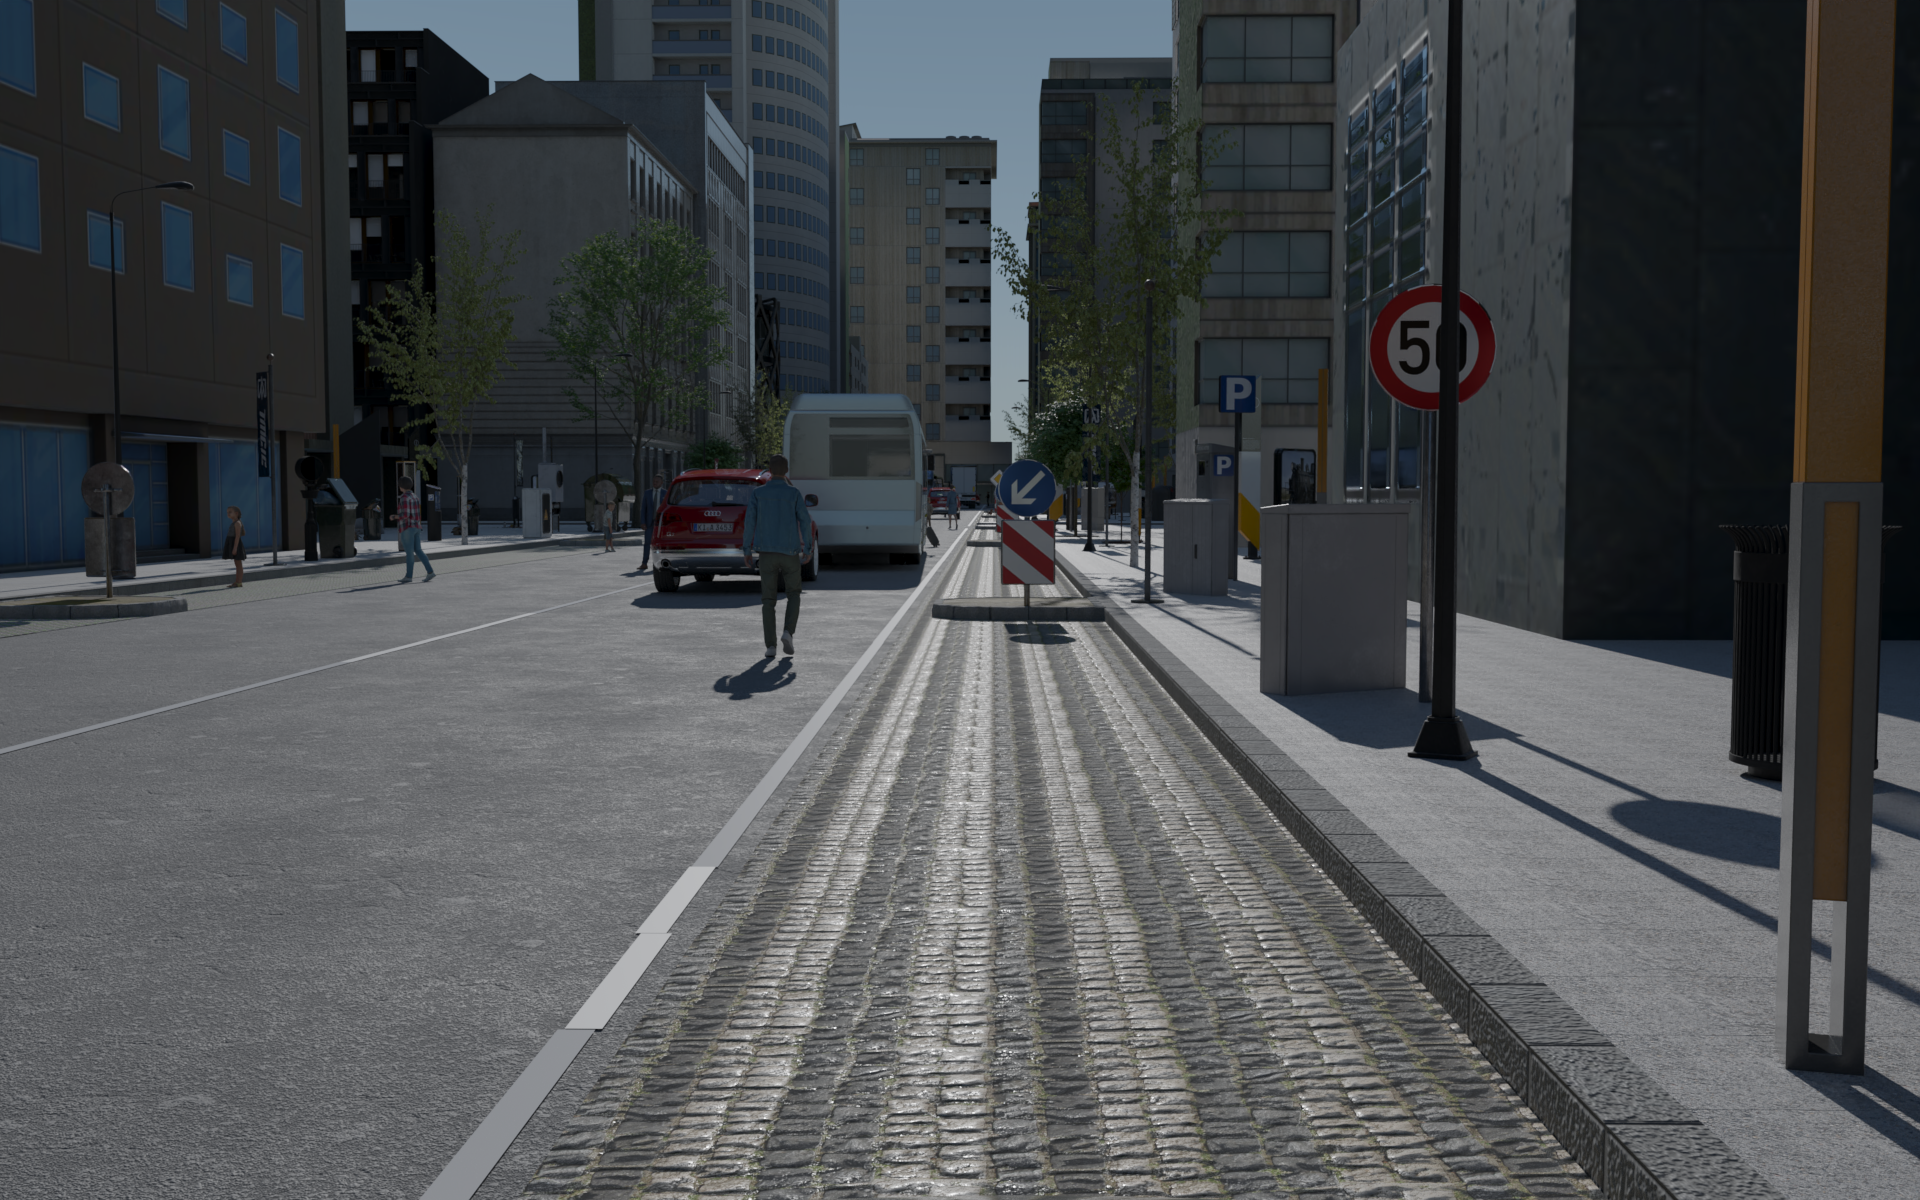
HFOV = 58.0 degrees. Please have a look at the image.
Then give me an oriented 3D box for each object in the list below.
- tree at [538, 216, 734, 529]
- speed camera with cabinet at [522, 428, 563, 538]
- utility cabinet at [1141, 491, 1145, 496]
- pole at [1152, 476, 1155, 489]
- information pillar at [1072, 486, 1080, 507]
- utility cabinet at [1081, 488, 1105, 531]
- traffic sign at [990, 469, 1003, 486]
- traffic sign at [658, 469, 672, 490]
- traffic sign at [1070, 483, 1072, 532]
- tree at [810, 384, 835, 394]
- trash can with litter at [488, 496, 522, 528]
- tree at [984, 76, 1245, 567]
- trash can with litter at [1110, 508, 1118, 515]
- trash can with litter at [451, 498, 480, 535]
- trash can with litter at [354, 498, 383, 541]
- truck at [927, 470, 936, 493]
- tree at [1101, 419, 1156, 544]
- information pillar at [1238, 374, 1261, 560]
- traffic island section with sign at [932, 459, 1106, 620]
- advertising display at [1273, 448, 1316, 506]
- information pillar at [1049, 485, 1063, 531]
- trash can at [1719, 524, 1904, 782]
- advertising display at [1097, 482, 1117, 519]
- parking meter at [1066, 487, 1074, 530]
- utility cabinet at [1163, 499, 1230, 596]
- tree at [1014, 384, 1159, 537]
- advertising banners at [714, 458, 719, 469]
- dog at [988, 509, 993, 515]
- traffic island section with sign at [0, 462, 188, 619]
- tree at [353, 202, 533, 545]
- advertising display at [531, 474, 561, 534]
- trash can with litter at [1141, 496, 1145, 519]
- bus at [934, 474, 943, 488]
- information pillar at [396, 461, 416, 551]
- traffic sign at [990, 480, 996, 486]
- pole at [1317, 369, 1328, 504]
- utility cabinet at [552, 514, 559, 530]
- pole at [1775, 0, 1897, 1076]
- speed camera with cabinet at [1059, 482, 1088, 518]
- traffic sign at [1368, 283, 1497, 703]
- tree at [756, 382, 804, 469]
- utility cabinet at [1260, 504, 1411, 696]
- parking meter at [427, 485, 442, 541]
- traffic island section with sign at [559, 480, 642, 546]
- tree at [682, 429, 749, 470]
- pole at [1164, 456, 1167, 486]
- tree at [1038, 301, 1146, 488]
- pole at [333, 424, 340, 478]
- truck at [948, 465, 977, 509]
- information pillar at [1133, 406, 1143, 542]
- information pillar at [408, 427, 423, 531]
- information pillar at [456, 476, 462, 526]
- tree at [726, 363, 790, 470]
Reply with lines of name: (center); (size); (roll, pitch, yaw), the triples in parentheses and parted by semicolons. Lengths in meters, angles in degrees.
tree: (-11.978, -8.485, 64.491); (9.928, 11.665, 9.643); (0, 3, 0)
speed camera with cabinet: (-12.257, -3.461, 50.919); (0.660, 3.252, 2.038); (0, 4, 6)
utility cabinet: (11.711, -6.201, 110.072); (0.318, 1.500, 1.173); (1, 4, 17)
pole: (12.757, -7.369, 114.325); (0.158, 3.312, 0.155); (0, 3, 0)
information pillar: (7.062, -6.977, 105.430); (0.504, 3.616, 0.183); (1, 4, 21)
utility cabinet: (4.568, -3.120, 59.696); (0.318, 1.500, 1.173); (-2, 4, -24)
traffic sign: (1.603, -4.079, 70.338); (0.795, 2.450, 0.064); (0, 4, 1)
traffic sign: (-12.004, -4.182, 70.499); (0.606, 2.300, 0.079); (0, 4, 2)
traffic sign: (3.777, -3.598, 58.927); (0.768, 2.556, 0.104); (1, 4, 10)
tree: (-10.738, -13.021, 147.301); (7.601, 10.594, 8.767); (2, 4, 34)
trash can with litter: (-16.729, -3.320, 65.338); (1.678, 1.210, 2.233); (-2, 4, -32)
tree: (2.876, -4.897, 30.423); (4.737, 8.622, 4.395); (0, 3, 0)
trash can with litter: (9.028, -5.731, 104.752); (1.678, 1.210, 2.233); (1, 4, 11)
trash can with litter: (-15.383, -2.589, 53.713); (1.055, 1.170, 0.624); (2, 4, 32)
trash can with litter: (-16.522, -2.234, 47.908); (1.055, 1.170, 0.624); (-1, 4, -8)
truck: (-3.712, -11.577, 179.036); (2.967, 4.110, 18.799); (0, 4, 1)
tree: (4.316, -3.077, 44.903); (1.663, 3.219, 1.824); (0, 3, 0)
information pillar: (5.676, -2.600, 33.865); (0.504, 3.616, 0.183); (-2, 4, -29)
traffic island section with sign: (0.676, -0.724, 20.462); (1.989, 1.847, 2.006); (0, 4, 1)
advertising display: (4.756, -1.187, 24.623); (0.123, 1.923, 0.974); (3, 5, 41)
information pillar: (3.333, -4.217, 60.297); (0.504, 3.616, 0.183); (0, 4, -6)
trash can: (3.828, 0.233, 7.841); (0.748, 1.137, 0.748); (0, 3, 0)
advertising display: (7.442, -5.046, 87.709); (0.974, 1.923, 0.123); (0, 4, 7)
parking meter: (3.960, -3.259, 61.693); (0.372, 1.533, 0.369); (0, 3, 0)
utility cabinet: (3.012, -0.675, 22.200); (0.306, 1.237, 1.020); (-2, 4, -30)
tree: (3.405, -4.181, 52.080); (4.285, 4.588, 4.351); (0, 3, 0)
advertising banners: (-12.110, -5.380, 84.156); (0.090, 3.025, 2.074); (1, 4, 15)
dog: (1.881, -5.404, 107.648); (0.540, 0.507, 0.406); (2, 4, 27)
traffic island section with sign: (-10.441, -0.737, 20.686); (1.989, 1.847, 2.006); (0, 4, 1)
tree: (-12.700, -5.705, 43.642); (4.737, 8.622, 4.395); (0, 3, 0)
advertising display: (-14.056, -3.277, 58.791); (0.974, 1.923, 0.123); (-2, 4, -30)
trash can with litter: (9.612, -4.842, 90.556); (0.624, 1.170, 1.055); (1, 4, 21)
bus: (-3.636, -13.270, 208.504); (2.896, 3.916, 12.252); (0, 4, 3)
information pillar: (-12.415, -2.102, 38.859); (0.304, 2.012, 0.304); (3, 5, 40)
traffic sign: (1.757, -4.568, 78.322); (0.795, 2.450, 0.064); (0, 4, 1)
pole: (5.919, -2.107, 28.300); (0.158, 3.312, 0.155); (0, 3, 0)
utility cabinet: (-14.893, -3.237, 61.609); (1.173, 1.500, 0.318); (0, 4, -7)
pole: (1.938, -0.610, 3.811); (0.158, 3.312, 0.155); (0, 3, 0)
speed camera with cabinet: (6.130, -6.123, 94.442); (2.038, 3.252, 0.660); (-3, 4, -37)
traffic sign: (2.868, -0.642, 10.595); (0.768, 2.556, 0.104); (0, 4, 4)
tree: (-11.703, -10.000, 113.855); (4.737, 8.622, 4.395); (0, 3, 0)
utility cabinet: (2.443, -0.009, 11.312); (1.020, 1.237, 0.306); (-2, 4, -28)
parking meter: (-14.394, -2.385, 47.411); (0.372, 1.533, 0.369); (0, 3, 0)
traffic island section with sign: (-9.918, -2.415, 48.111); (1.989, 1.847, 2.006); (0, 4, 1)
tree: (-12.446, -6.379, 88.010); (4.285, 4.588, 4.351); (0, 3, 0)
pole: (11.011, -6.063, 92.965); (0.158, 3.312, 0.155); (0, 3, 0)
tree: (4.919, -7.046, 65.566); (4.360, 8.622, 3.978); (0, 3, 0)
pole: (-18.249, -3.479, 50.731); (0.158, 3.312, 0.155); (0, 3, 0)
truck: (0.299, -11.215, 172.283); (2.839, 4.237, 11.283); (0, 4, -1)
information pillar: (4.767, -3.376, 46.545); (0.183, 3.616, 0.504); (-1, 4, -14)
information pillar: (-19.014, -4.221, 60.374); (0.183, 3.616, 0.504); (2, 4, 28)
information pillar: (-20.301, -4.039, 70.530); (0.304, 2.012, 0.304); (-2, 4, -30)
tree: (-11.367, -9.018, 97.800); (4.360, 8.622, 3.978); (0, 3, 0)
